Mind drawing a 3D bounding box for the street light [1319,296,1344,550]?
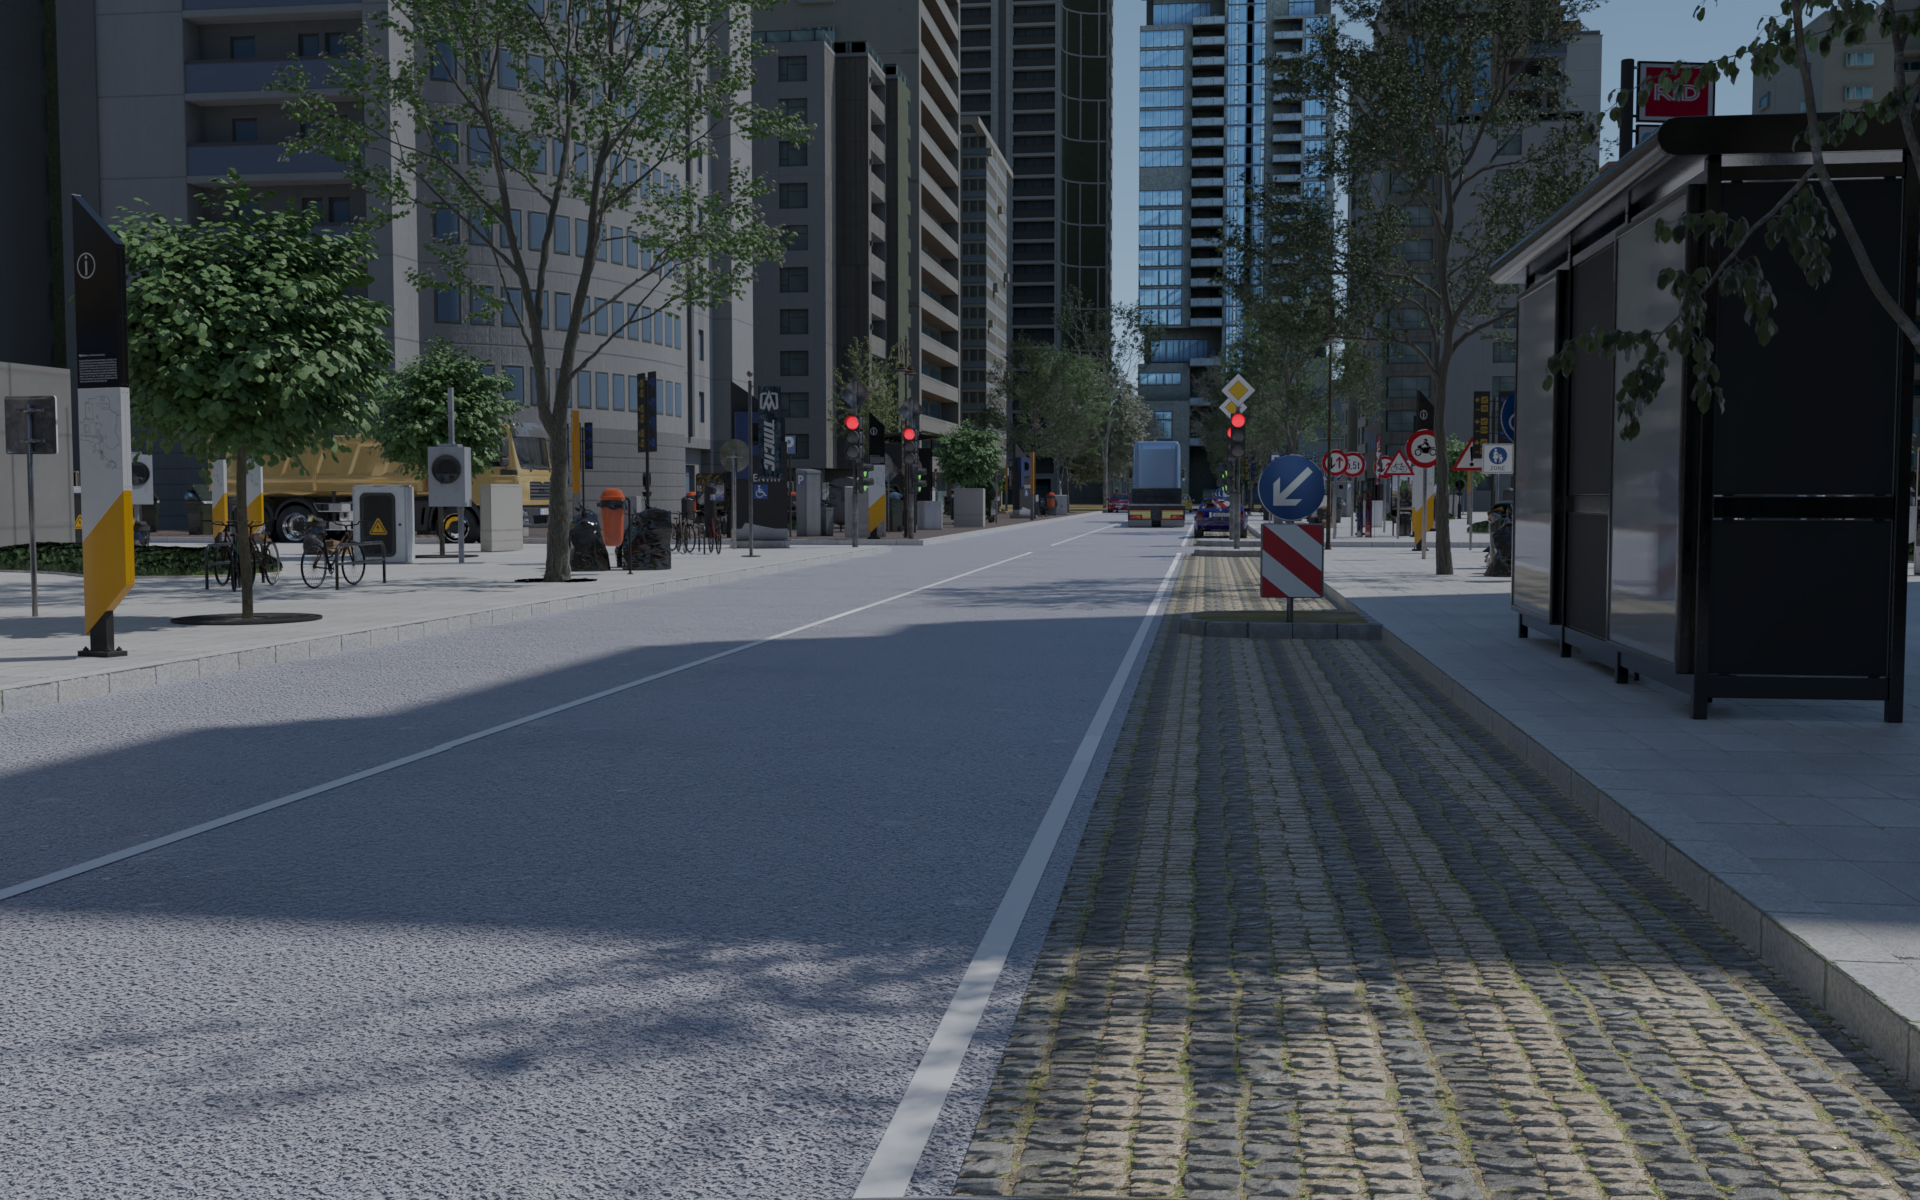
[{"bbox_3d":[8.479,-4.094,39.724,0.468,5.910,1.993,0,4,8],"label":"street light"}]

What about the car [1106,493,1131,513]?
[{"bbox_3d":[12.281,-7.557,132.593,2.155,1.783,4.494,1,4,9],"label":"car"}]

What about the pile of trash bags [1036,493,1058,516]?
[{"bbox_3d":[4.903,-5.678,102.590,1.912,1.369,3.447,-1,4,-18],"label":"pile of trash bags"}]

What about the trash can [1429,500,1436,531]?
[{"bbox_3d":[16.300,-2.929,59.541,0.748,1.137,0.748,0,3,0],"label":"trash can"}]

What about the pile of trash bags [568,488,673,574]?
[{"bbox_3d":[-5.774,-1.179,29.034,1.912,1.369,3.447,-1,4,-11],"label":"pile of trash bags"}]

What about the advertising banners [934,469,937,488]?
[{"bbox_3d":[-1.998,-7.587,120.236,0.090,3.025,2.074,-2,4,-25],"label":"advertising banners"}]

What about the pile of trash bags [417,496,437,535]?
[{"bbox_3d":[-16.768,-2.785,55.288,3.447,1.369,1.912,2,4,28],"label":"pile of trash bags"}]

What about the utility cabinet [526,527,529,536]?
[{"bbox_3d":[-13.525,-2.644,51.906,1.173,1.500,0.318,1,4,18],"label":"utility cabinet"}]

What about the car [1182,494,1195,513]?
[{"bbox_3d":[17.128,-7.574,134.060,2.015,1.641,3.980,1,4,9],"label":"car"}]

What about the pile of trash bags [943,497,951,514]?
[{"bbox_3d":[0.412,-6.057,108.779,1.912,1.369,3.447,-2,4,-30],"label":"pile of trash bags"}]

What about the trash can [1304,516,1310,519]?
[{"bbox_3d":[17.770,-4.750,89.321,0.748,1.137,0.748,0,3,0],"label":"trash can"}]

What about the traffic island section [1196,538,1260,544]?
[{"bbox_3d":[7.626,-1.600,48.442,2.009,0.180,2.903,0,4,8],"label":"traffic island section"}]

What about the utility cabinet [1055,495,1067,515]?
[{"bbox_3d":[5.976,-5.739,104.997,1.020,1.237,0.306,0,4,-3],"label":"utility cabinet"}]

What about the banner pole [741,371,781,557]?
[{"bbox_3d":[-4.032,-2.766,35.236,0.863,3.779,0.401,0,4,-1],"label":"banner pole"}]

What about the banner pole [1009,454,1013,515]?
[{"bbox_3d":[3.237,-7.256,108.660,0.401,3.779,0.863,-2,4,-24],"label":"banner pole"}]

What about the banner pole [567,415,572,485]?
[{"bbox_3d":[-12.256,-3.919,54.086,0.863,3.779,0.401,2,4,27],"label":"banner pole"}]

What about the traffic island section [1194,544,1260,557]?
[{"bbox_3d":[6.498,-1.117,40.537,2.009,0.180,2.903,0,4,8],"label":"traffic island section"}]

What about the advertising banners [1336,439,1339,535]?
[{"bbox_3d":[11.881,-3.578,54.692,0.090,3.025,2.074,1,4,10],"label":"advertising banners"}]

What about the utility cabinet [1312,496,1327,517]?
[{"bbox_3d":[16.785,-4.255,80.733,0.306,1.237,1.020,3,5,42],"label":"utility cabinet"}]

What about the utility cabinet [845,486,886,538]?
[{"bbox_3d":[-2.749,-2.555,50.453,1.173,1.500,0.318,-2,4,-24],"label":"utility cabinet"}]

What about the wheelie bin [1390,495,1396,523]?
[{"bbox_3d":[19.293,-4.155,75.838,0.980,1.594,0.693,2,4,31],"label":"wheelie bin"}]

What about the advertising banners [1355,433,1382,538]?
[{"bbox_3d":[12.028,-3.350,50.954,0.090,3.025,2.074,0,4,-6],"label":"advertising banners"}]

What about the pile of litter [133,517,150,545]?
[{"bbox_3d":[-15.314,-1.154,32.840,1.176,0.858,1.719,-1,4,-12],"label":"pile of litter"}]

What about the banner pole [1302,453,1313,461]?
[{"bbox_3d":[21.216,-7.103,106.145,0.863,3.779,0.401,0,4,-8],"label":"banner pole"}]

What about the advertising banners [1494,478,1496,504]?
[{"bbox_3d":[24.253,-5.042,78.627,0.090,3.025,2.074,1,4,12],"label":"advertising banners"}]

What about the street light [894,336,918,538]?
[{"bbox_3d":[-1.576,-4.761,50.636,0.468,5.910,1.993,0,4,8],"label":"street light"}]

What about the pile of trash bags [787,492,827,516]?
[{"bbox_3d":[-6.936,-4.023,75.536,1.912,1.369,3.447,-1,4,-23],"label":"pile of trash bags"}]

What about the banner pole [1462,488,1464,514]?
[{"bbox_3d":[32.202,-7.372,110.553,0.401,3.779,0.863,2,4,31],"label":"banner pole"}]

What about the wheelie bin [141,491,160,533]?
[{"bbox_3d":[-27.138,-3.055,57.861,0.693,1.594,0.980,-1,4,-19],"label":"wheelie bin"}]

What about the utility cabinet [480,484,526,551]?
[{"bbox_3d":[-10.240,-1.834,38.657,0.318,1.500,1.173,1,4,21],"label":"utility cabinet"}]

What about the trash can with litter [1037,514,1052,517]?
[{"bbox_3d":[4.285,-5.289,97.532,2.233,1.210,1.678,-2,4,-24],"label":"trash can with litter"}]

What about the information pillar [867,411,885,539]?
[{"bbox_3d":[-2.380,-3.538,49.193,0.504,3.616,0.183,-1,4,-21],"label":"information pillar"}]

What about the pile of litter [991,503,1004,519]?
[{"bbox_3d":[1.233,-4.539,88.180,1.176,0.858,1.719,-1,4,-19],"label":"pile of litter"}]

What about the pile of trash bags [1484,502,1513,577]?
[{"bbox_3d":[9.069,-1.047,26.864,1.912,1.369,3.447,2,4,25],"label":"pile of trash bags"}]

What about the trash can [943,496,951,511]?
[{"bbox_3d":[-0.830,-6.778,122.477,0.748,1.137,0.748,0,3,0],"label":"trash can"}]

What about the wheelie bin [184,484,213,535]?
[{"bbox_3d":[-23.966,-2.851,54.527,0.693,1.594,0.980,1,4,15],"label":"wheelie bin"}]

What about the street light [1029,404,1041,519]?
[{"bbox_3d":[3.860,-7.113,89.087,0.468,5.910,1.993,0,4,8],"label":"street light"}]

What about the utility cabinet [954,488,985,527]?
[{"bbox_3d":[0.369,-3.554,66.787,1.173,1.500,0.318,1,4,16],"label":"utility cabinet"}]

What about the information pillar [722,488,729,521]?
[{"bbox_3d":[-9.462,-4.009,70.035,0.304,2.012,0.304,-2,4,-24],"label":"information pillar"}]

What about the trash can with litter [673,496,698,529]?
[{"bbox_3d":[-10.533,-3.269,64.512,2.233,1.210,1.678,-3,5,-41],"label":"trash can with litter"}]

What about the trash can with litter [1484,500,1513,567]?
[{"bbox_3d":[9.386,-1.153,30.234,0.624,1.170,1.055,0,4,1],"label":"trash can with litter"}]

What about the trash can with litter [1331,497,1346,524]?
[{"bbox_3d":[16.387,-3.934,75.710,0.624,1.170,1.055,2,4,33],"label":"trash can with litter"}]

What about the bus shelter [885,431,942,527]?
[{"bbox_3d":[-2.029,-4.636,67.088,1.731,3.624,6.357,0,4,8],"label":"bus shelter"}]

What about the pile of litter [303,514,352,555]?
[{"bbox_3d":[-13.513,-1.410,37.025,1.176,0.858,1.719,0,4,-4],"label":"pile of litter"}]

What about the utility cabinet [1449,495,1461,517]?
[{"bbox_3d":[27.852,-5.279,97.479,0.306,1.237,1.020,0,4,-8],"label":"utility cabinet"}]

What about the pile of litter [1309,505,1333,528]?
[{"bbox_3d":[13.643,-3.156,65.561,1.176,0.858,1.719,-3,4,-38],"label":"pile of litter"}]

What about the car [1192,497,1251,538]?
[{"bbox_3d":[8.652,-2.736,57.309,1.945,1.354,3.894,1,4,10],"label":"car"}]

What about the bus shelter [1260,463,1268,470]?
[{"bbox_3d":[18.868,-6.648,102.625,2.014,3.302,5.546,1,4,8],"label":"bus shelter"}]

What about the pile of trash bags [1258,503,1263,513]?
[{"bbox_3d":[21.796,-6.634,118.217,1.912,1.369,3.447,-1,4,-16],"label":"pile of trash bags"}]

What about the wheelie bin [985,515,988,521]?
[{"bbox_3d":[0.931,-4.632,83.637,0.693,1.594,0.980,1,4,23],"label":"wheelie bin"}]

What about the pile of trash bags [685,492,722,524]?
[{"bbox_3d":[-10.843,-4.037,75.758,1.912,1.369,3.447,2,4,29],"label":"pile of trash bags"}]

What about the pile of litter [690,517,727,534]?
[{"bbox_3d":[-7.921,-2.542,55.535,1.719,0.858,1.176,0,4,5],"label":"pile of litter"}]

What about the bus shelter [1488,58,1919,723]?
[{"bbox_3d":[5.571,-2.212,13.798,2.179,5.291,8.768,1,4,8],"label":"bus shelter"}]

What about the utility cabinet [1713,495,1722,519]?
[{"bbox_3d":[38.668,-4.729,88.473,1.020,1.237,0.306,3,4,36],"label":"utility cabinet"}]

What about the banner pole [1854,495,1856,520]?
[{"bbox_3d":[24.721,-3.548,48.031,0.863,3.779,0.401,-2,4,-25],"label":"banner pole"}]

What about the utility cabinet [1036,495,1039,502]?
[{"bbox_3d":[4.663,-6.200,112.535,0.306,1.237,1.020,3,5,42],"label":"utility cabinet"}]

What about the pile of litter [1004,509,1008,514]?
[{"bbox_3d":[2.636,-6.093,113.582,1.719,0.858,1.176,-3,4,-38],"label":"pile of litter"}]

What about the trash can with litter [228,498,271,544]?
[{"bbox_3d":[-18.320,-2.035,44.665,1.055,1.170,0.624,0,4,1],"label":"trash can with litter"}]

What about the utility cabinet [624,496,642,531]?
[{"bbox_3d":[-11.667,-3.040,60.869,1.020,1.237,0.306,2,4,30],"label":"utility cabinet"}]

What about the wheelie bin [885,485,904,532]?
[{"bbox_3d":[-2.309,-3.105,58.679,0.693,1.594,0.980,-3,5,-44],"label":"wheelie bin"}]
